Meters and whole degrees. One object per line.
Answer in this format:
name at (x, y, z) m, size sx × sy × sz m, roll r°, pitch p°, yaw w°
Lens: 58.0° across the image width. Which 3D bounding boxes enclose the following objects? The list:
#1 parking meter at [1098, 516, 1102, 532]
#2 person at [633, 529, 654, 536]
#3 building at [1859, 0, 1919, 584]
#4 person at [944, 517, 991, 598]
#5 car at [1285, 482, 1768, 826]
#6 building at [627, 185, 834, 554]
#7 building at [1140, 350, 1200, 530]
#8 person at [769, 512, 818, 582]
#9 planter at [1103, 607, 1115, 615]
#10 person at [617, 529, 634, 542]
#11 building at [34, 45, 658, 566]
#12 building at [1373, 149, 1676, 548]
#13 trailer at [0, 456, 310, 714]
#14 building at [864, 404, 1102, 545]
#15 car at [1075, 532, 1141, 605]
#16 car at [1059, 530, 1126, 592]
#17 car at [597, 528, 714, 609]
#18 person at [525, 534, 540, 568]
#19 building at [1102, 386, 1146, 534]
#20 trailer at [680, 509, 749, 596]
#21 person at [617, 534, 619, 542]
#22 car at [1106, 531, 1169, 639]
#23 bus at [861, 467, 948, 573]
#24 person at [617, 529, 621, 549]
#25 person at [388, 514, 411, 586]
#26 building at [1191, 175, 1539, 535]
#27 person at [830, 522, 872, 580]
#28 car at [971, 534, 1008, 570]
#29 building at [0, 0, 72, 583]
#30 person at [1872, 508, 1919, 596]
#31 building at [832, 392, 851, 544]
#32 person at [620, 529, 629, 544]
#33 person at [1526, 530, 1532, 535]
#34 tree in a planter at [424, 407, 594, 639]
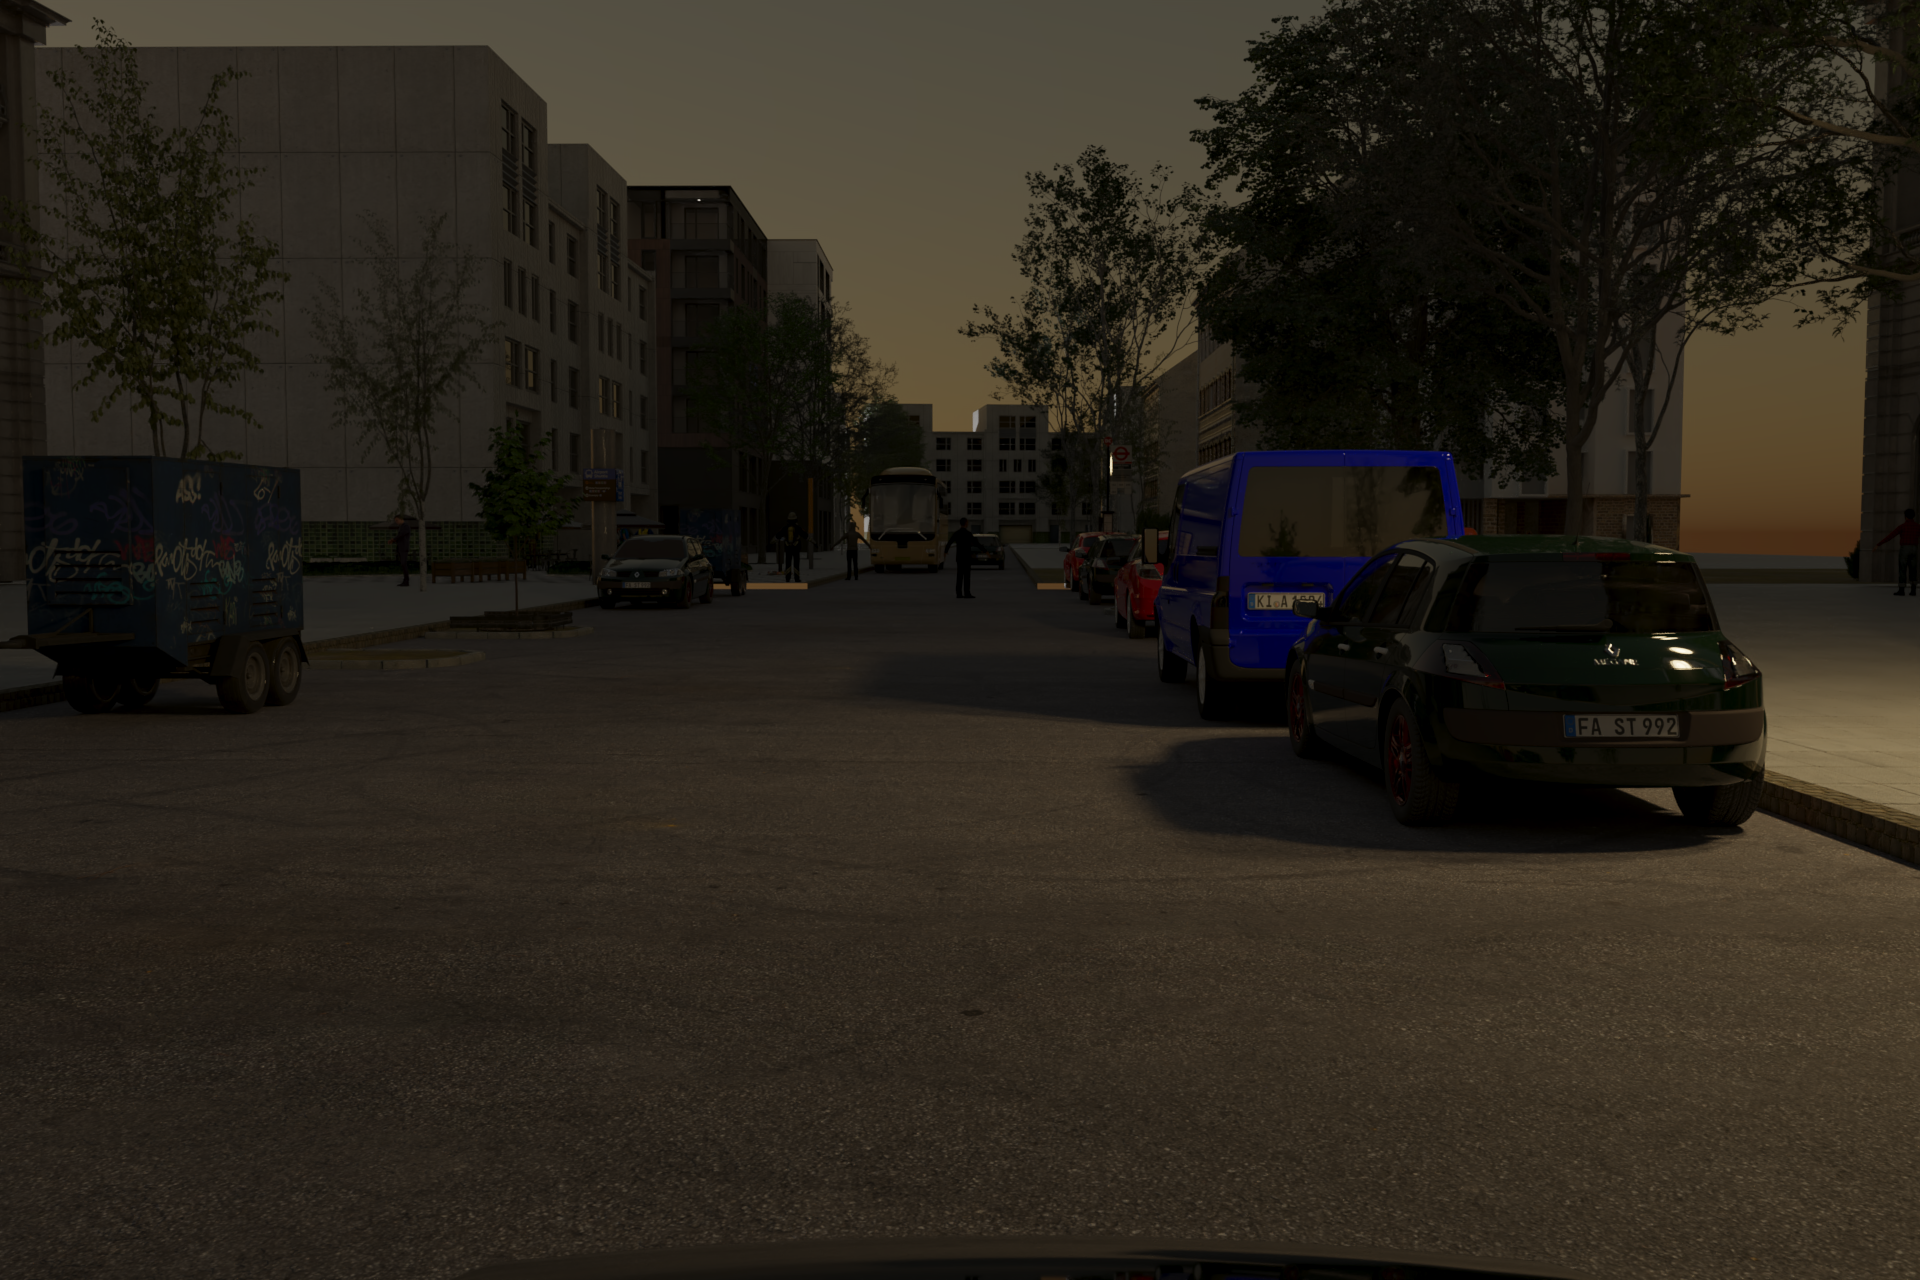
parking meter at (4.790, -3.168, 57.507) m, size 0.399 × 1.863 × 0.255 m, roll 0°, pitch 4°, yaw -1°
person at (-11.376, -3.443, 62.257) m, size 1.349 × 1.833 × 0.705 m, roll 2°, pitch 4°, yaw 27°
building at (27.709, -11.604, 30.377) m, size 13.314 × 22.015 × 24.055 m, roll 0°, pitch 4°, yaw 2°
person at (0.106, -1.834, 38.673) m, size 1.346 × 1.802 × 0.704 m, roll 3°, pitch 5°, yaw 41°
car at (3.002, -0.006, 9.886) m, size 2.009 × 1.686 × 4.222 m, roll 0°, pitch 3°, yaw 0°
building at (-23.845, -16.772, 118.190) m, size 27.936 × 21.610 × 32.646 m, roll 0°, pitch 4°, yaw 0°
building at (28.959, -21.283, 178.907) m, size 19.493 × 23.208 × 18.063 m, roll 0°, pitch 4°, yaw 1°
person at (-4.462, -2.473, 46.213) m, size 1.354 × 1.856 × 0.705 m, roll 0°, pitch 4°, yaw 6°
planter at (3.588, -0.612, 31.151) m, size 1.991 × 0.319 × 1.994 m, roll 0°, pitch 4°, yaw 2°
person at (-15.177, -4.449, 79.016) m, size 1.348 × 1.796 × 0.705 m, roll 3°, pitch 5°, yaw 44°
building at (-25.168, -12.994, 78.910) m, size 16.747 × 18.905 × 31.486 m, roll 0°, pitch 4°, yaw 1°
building at (27.293, -14.394, 91.764) m, size 16.016 × 20.090 × 11.380 m, roll 0°, pitch 4°, yaw 1°
trailer at (-6.330, -0.387, 13.382) m, size 1.471 × 1.999 × 3.904 m, roll 0°, pitch 4°, yaw 1°
building at (2.738, -22.825, 242.111) m, size 31.486 × 18.905 × 16.747 m, roll 0°, pitch 4°, yaw -6°
car at (3.450, -1.625, 36.361) m, size 2.009 × 1.686 × 4.222 m, roll 0°, pitch 4°, yaw 0°
car at (3.648, -2.172, 44.557) m, size 2.155 × 1.783 × 4.494 m, roll 0°, pitch 3°, yaw 0°
car at (-5.996, -1.502, 34.347) m, size 2.009 × 1.686 × 4.222 m, roll 0°, pitch 4°, yaw 1°
person at (-16.129, -3.637, 65.241) m, size 0.705 × 1.858 × 1.354 m, roll 0°, pitch 4°, yaw -3°
building at (27.063, -21.317, 214.985) m, size 16.747 × 18.905 × 31.486 m, roll 0°, pitch 4°, yaw 1°
trailer at (-5.768, -1.984, 39.494) m, size 1.471 × 1.999 × 3.904 m, roll 0°, pitch 4°, yaw 2°
person at (-15.638, -4.360, 77.466) m, size 1.347 × 1.806 × 0.705 m, roll 3°, pitch 5°, yaw 40°
car at (3.225, -0.984, 25.123) m, size 2.155 × 1.783 × 4.494 m, roll 0°, pitch 4°, yaw 2°
bus at (-1.908, -4.640, 67.406) m, size 2.896 × 3.916 × 12.252 m, roll 0°, pitch 4°, yaw 1°
person at (-16.033, -4.614, 81.582) m, size 0.704 × 1.843 × 1.345 m, roll 2°, pitch 4°, yaw 25°
person at (-13.761, -2.203, 42.505) m, size 0.568 × 1.767 × 0.683 m, roll -3°, pitch 4°, yaw -38°
building at (24.600, -16.718, 104.273) m, size 19.493 × 23.208 × 18.063 m, roll 0°, pitch 4°, yaw 2°
person at (-3.360, -2.768, 53.842) m, size 1.348 × 1.813 × 0.705 m, roll -1°, pitch 4°, yaw -21°
car at (0.965, -3.711, 70.457) m, size 2.009 × 1.686 × 4.222 m, roll 0°, pitch 4°, yaw 2°
building at (-29.638, -11.738, 32.570) m, size 13.314 × 22.015 × 24.055 m, roll 0°, pitch 4°, yaw 2°
person at (19.708, -1.830, 36.030) m, size 1.345 × 1.816 × 0.704 m, roll 0°, pitch 4°, yaw 2°
building at (-23.351, -21.398, 216.317) m, size 16.747 × 18.905 × 31.486 m, roll 0°, pitch 4°, yaw 1°
person at (-12.708, -3.649, 65.796) m, size 0.704 × 1.817 × 1.347 m, roll -1°, pitch 4°, yaw -10°
person at (21.351, -3.427, 65.291) m, size 0.991 × 1.433 × 0.599 m, roll -3°, pitch 5°, yaw -39°
tree in a planter at (-6.309, -1.671, 24.547) m, size 1.991 × 3.239 × 1.994 m, roll 0°, pitch 4°, yaw 2°
